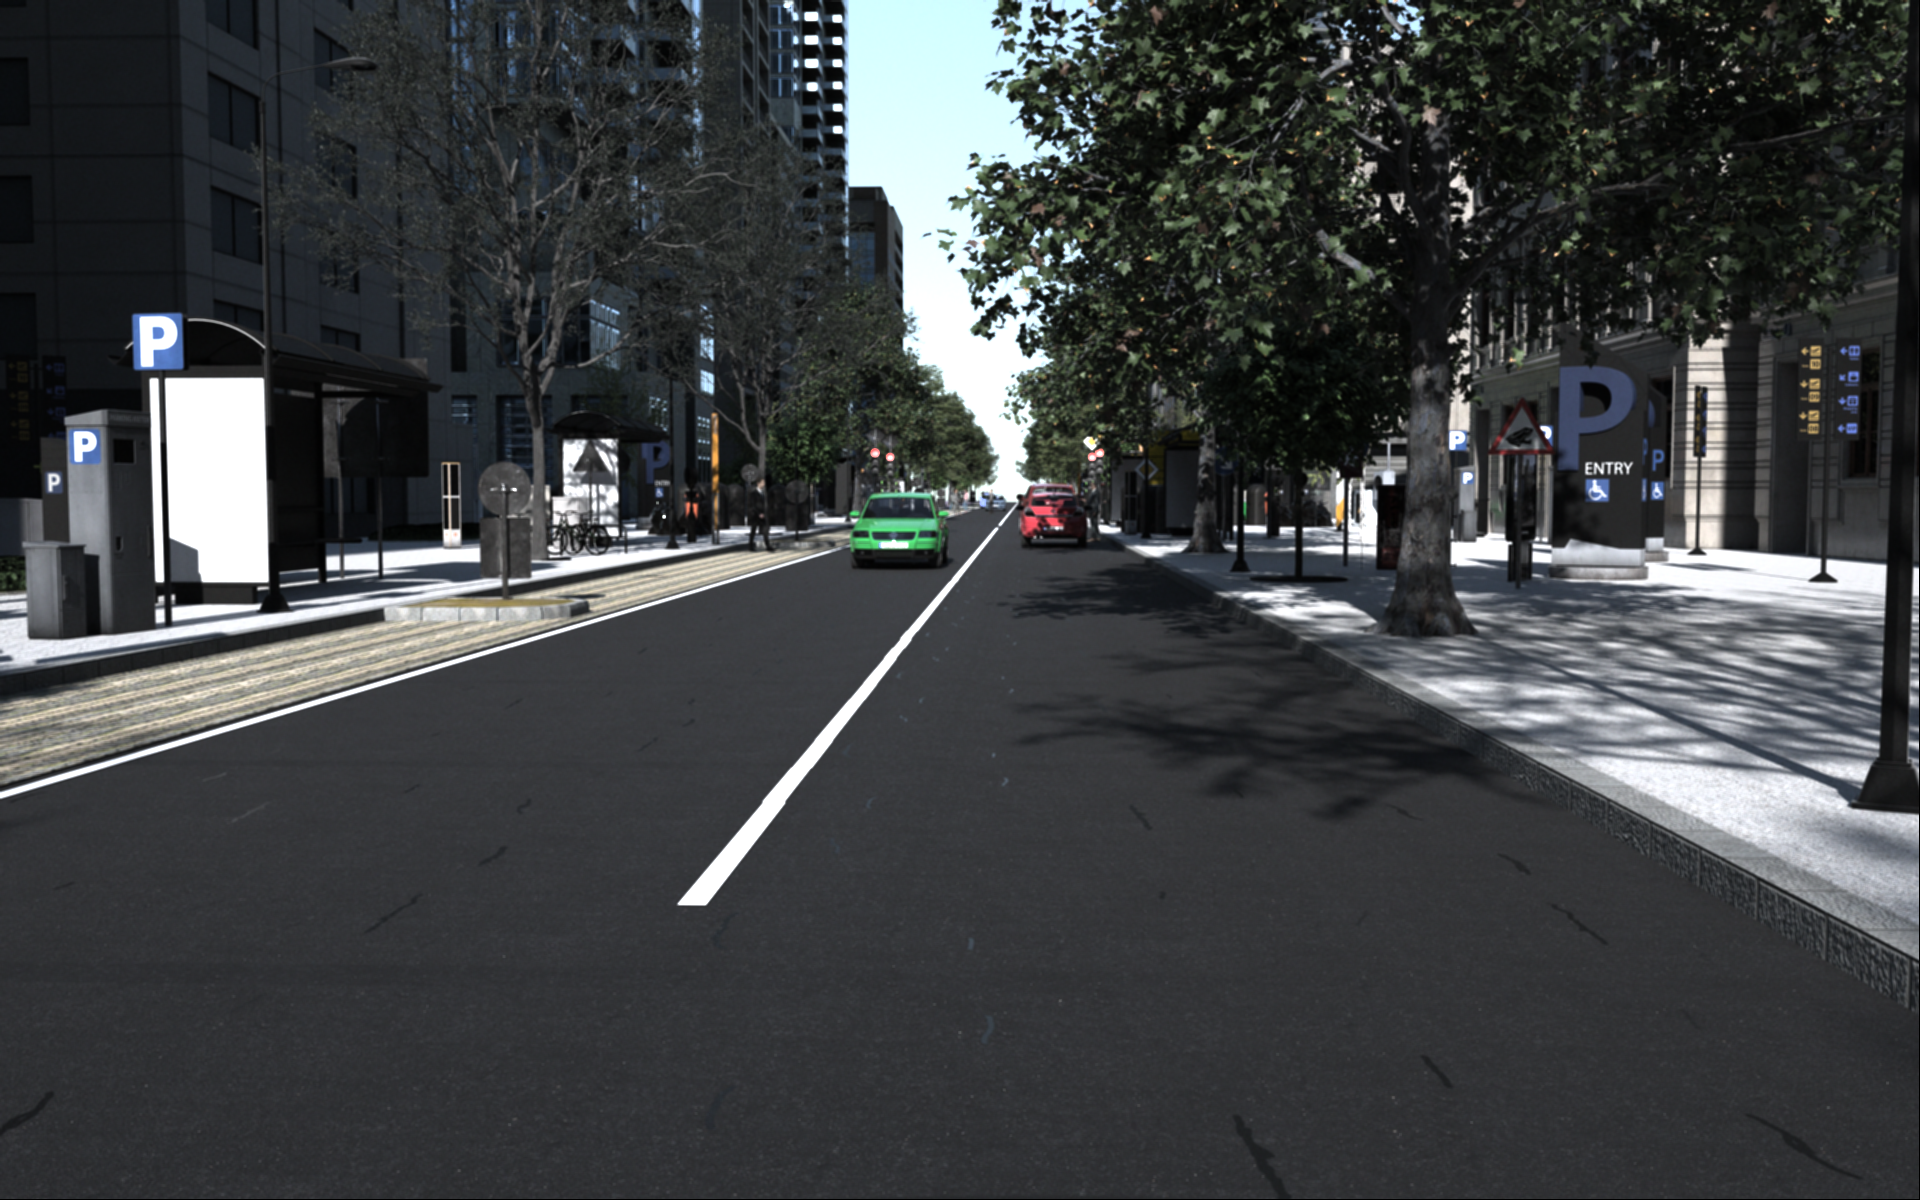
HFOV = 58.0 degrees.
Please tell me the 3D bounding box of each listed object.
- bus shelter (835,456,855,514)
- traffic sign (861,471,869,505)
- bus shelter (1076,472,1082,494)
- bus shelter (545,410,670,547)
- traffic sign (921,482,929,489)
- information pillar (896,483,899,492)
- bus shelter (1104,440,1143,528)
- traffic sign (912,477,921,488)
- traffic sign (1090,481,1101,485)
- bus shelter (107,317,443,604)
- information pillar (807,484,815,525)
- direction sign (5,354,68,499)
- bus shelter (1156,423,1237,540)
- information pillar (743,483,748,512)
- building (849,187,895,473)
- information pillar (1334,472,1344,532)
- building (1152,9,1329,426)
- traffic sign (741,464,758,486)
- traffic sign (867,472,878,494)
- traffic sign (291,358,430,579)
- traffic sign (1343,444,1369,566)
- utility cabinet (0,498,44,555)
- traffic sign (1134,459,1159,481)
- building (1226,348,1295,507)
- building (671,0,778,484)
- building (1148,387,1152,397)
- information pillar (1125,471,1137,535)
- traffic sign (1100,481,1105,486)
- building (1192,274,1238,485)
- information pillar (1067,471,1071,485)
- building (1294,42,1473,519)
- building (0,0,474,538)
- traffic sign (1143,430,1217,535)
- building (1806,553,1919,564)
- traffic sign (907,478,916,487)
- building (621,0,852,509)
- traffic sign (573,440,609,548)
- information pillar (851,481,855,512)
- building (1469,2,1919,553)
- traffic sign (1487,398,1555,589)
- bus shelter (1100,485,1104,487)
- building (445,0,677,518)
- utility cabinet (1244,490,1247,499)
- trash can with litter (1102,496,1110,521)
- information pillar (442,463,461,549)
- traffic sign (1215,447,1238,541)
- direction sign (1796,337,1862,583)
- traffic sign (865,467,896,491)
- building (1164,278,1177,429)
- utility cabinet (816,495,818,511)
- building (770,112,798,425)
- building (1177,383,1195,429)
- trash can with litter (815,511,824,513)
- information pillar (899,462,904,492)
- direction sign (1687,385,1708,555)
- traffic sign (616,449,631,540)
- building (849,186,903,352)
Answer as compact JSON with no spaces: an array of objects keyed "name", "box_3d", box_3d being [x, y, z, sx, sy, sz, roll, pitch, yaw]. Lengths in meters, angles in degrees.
[{"name":"bus shelter","box_3d":[-6.984,-7.165,108.430,1.731,3.624,6.357,0,4,2]},{"name":"traffic sign","box_3d":[-5.340,-5.969,97.695,0.768,2.556,0.104,0,4,5]},{"name":"bus shelter","box_3d":[11.042,-9.576,150.483,2.014,3.302,5.546,0,4,2]},{"name":"bus shelter","box_3d":[-8.941,-3.103,44.658,2.014,3.302,5.546,0,4,2]},{"name":"traffic sign","box_3d":[-2.857,-8.540,141.759,0.606,2.300,0.079,1,4,8]},{"name":"information pillar","box_3d":[-4.091,-6.490,110.599,0.304,2.012,0.304,2,4,32]},{"name":"bus shelter","box_3d":[6.408,-4.264,63.643,2.014,3.302,5.546,0,4,2]},{"name":"traffic sign","box_3d":[-3.267,-7.905,129.349,0.768,2.556,0.104,0,4,7]},{"name":"traffic sign","box_3d":[7.870,-6.231,101.879,0.884,2.594,0.081,0,4,5]},{"name":"bus shelter","box_3d":[-8.644,-1.754,22.599,2.014,3.302,5.546,0,4,2]},{"name":"information pillar","box_3d":[-6.315,-4.188,72.968,0.304,2.012,0.304,1,4,20]},{"name":"direction sign","box_3d":[-15.032,-2.219,28.276,0.876,3.537,0.379,-3,4,-36]},{"name":"bus shelter","box_3d":[6.919,-3.458,50.465,2.014,3.302,5.546,0,4,2]},{"name":"information pillar","box_3d":[-14.603,-6.943,118.016,0.304,2.012,0.304,0,4,-6]},{"name":"building","box_3d":[-16.993,-37.098,256.660,14.600,45.320,14.200,0,4,2]},{"name":"information pillar","box_3d":[13.083,-4.161,59.394,0.504,3.616,0.183,-3,5,-43]},{"name":"building","box_3d":[33.205,-40.479,203.832,21.231,58.520,28.212,0,4,2]},{"name":"traffic sign","box_3d":[-8.836,-4.446,72.802,0.768,2.556,0.104,1,4,9]},{"name":"traffic sign","box_3d":[-4.850,-5.941,97.235,0.768,2.556,0.104,0,4,5]},{"name":"traffic sign","box_3d":[-9.073,-1.975,26.162,2.265,3.308,0.079,1,4,12]},{"name":"traffic sign","box_3d":[6.839,-1.868,30.654,0.768,2.556,0.104,0,4,7]},{"name":"utility cabinet","box_3d":[-14.372,-0.939,26.515,1.020,1.237,0.306,2,4,34]},{"name":"traffic sign","box_3d":[5.777,-3.212,53.709,0.795,2.450,0.064,0,4,3]},{"name":"building","box_3d":[26.258,-19.824,117.635,14.314,27.812,24.014,0,4,2]},{"name":"building","box_3d":[-23.843,-42.844,138.753,20.563,71.187,20.611,0,4,2]},{"name":"building","box_3d":[32.251,-36.073,273.389,14.154,41.232,14.086,0,4,2]},{"name":"information pillar","box_3d":[5.378,-3.057,54.477,0.304,2.012,0.304,-1,4,-20]},{"name":"traffic sign","box_3d":[8.410,-6.256,102.387,0.768,2.556,0.104,1,4,8]},{"name":"building","box_3d":[26.295,-18.350,141.820,13.314,21.916,24.055,0,4,2]},{"name":"information pillar","box_3d":[9.447,-9.705,150.025,0.504,3.616,0.183,3,5,41]},{"name":"building","box_3d":[29.402,-16.937,94.949,19.932,24.808,12.078,0,4,2]},{"name":"building","box_3d":[-27.793,-37.361,49.101,20.611,71.187,20.563,0,4,2]},{"name":"traffic sign","box_3d":[6.824,-3.669,53.853,2.265,3.308,0.079,0,4,6]},{"name":"building","box_3d":[22.322,-11.728,27.904,11.583,22.565,21.152,0,4,2]},{"name":"traffic sign","box_3d":[-3.689,-7.736,126.492,0.884,2.594,0.081,0,4,6]},{"name":"building","box_3d":[-22.858,-53.887,193.729,22.319,86.520,31.000,0,4,2]},{"name":"traffic sign","box_3d":[-8.854,-2.538,41.506,0.884,2.594,0.081,0,4,5]},{"name":"information pillar","box_3d":[-5.971,-5.697,97.637,0.304,2.012,0.304,-1,4,-15]},{"name":"building","box_3d":[22.151,-13.020,49.037,11.583,22.565,21.152,0,4,2]},{"name":"traffic sign","box_3d":[7.577,-1.434,23.442,0.884,2.594,0.081,0,4,7]},{"name":"bus shelter","box_3d":[9.384,-7.259,109.970,1.731,3.624,6.357,0,4,2]},{"name":"building","box_3d":[-27.058,-48.438,104.639,22.319,86.520,31.000,0,4,2]},{"name":"utility cabinet","box_3d":[17.465,-5.801,103.523,1.173,1.500,0.318,1,4,22]},{"name":"trash can with litter","box_3d":[7.233,-4.315,81.935,1.055,1.170,0.624,1,4,14]},{"name":"information pillar","box_3d":[-11.900,-2.205,40.539,0.304,2.012,0.304,3,5,42]},{"name":"traffic sign","box_3d":[7.173,-2.871,47.055,0.768,2.556,0.104,0,4,4]},{"name":"direction sign","box_3d":[12.595,-2.029,25.165,0.876,3.537,0.379,0,4,4]},{"name":"traffic sign","box_3d":[-5.681,-7.953,123.911,2.265,3.308,0.079,1,4,11]},{"name":"building","box_3d":[29.093,-32.574,182.702,14.600,45.320,14.200,0,4,2]},{"name":"utility cabinet","box_3d":[-10.612,-7.101,127.261,0.306,1.237,1.020,0,4,-2]},{"name":"building","box_3d":[-28.991,-29.112,167.863,32.217,40.220,23.993,0,4,2]},{"name":"building","box_3d":[28.074,-24.303,169.056,14.160,30.474,14.107,0,4,2]},{"name":"trash can with litter","box_3d":[-10.395,-6.691,120.463,1.678,1.210,2.233,-3,5,-42]},{"name":"information pillar","box_3d":[-3.772,-7.347,111.480,0.183,3.616,0.504,-3,5,-39]},{"name":"direction sign","box_3d":[15.566,-2.720,36.470,0.379,3.537,0.876,3,4,37]},{"name":"traffic sign","box_3d":[-9.504,-2.928,47.982,0.768,2.556,0.104,0,4,6]},{"name":"building","box_3d":[-20.351,-39.848,275.220,21.300,48.544,21.600,0,4,2]}]
